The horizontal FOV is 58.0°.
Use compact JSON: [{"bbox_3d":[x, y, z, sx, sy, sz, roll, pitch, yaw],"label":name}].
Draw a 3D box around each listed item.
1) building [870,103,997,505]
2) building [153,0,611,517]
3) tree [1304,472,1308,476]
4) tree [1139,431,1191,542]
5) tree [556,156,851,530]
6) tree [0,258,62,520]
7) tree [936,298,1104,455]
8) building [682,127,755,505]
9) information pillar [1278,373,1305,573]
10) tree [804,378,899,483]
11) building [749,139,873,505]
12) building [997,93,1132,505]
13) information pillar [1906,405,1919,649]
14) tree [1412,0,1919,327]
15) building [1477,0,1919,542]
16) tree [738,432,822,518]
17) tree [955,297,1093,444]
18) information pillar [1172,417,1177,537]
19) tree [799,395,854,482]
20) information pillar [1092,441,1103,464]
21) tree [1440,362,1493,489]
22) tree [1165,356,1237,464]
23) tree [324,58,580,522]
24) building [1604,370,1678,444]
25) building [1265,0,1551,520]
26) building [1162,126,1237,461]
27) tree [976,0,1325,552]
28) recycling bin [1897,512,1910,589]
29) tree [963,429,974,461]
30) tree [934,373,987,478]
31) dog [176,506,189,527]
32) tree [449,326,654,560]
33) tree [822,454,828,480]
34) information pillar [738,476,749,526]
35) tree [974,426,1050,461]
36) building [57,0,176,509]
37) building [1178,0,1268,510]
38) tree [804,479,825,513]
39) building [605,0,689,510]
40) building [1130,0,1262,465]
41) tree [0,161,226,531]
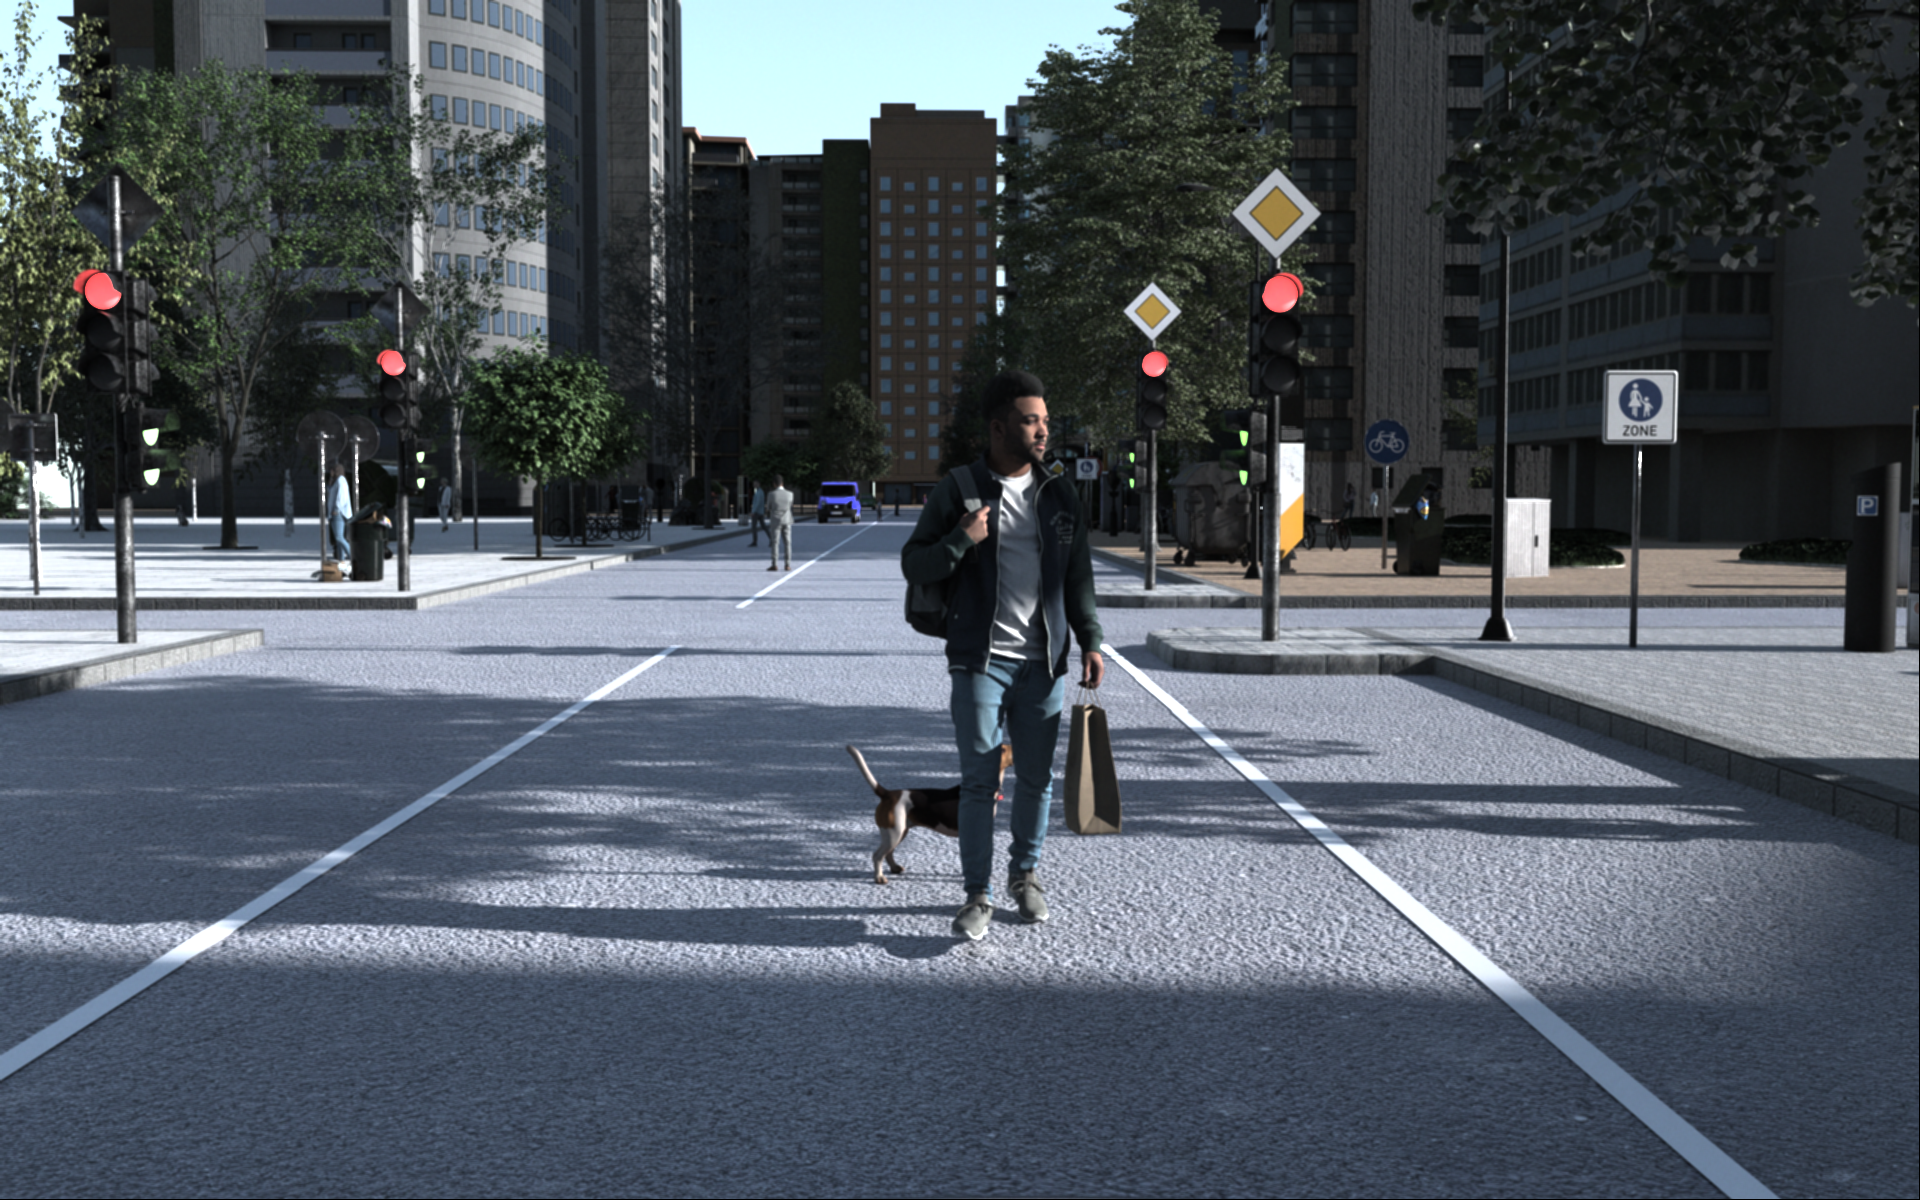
[{"bbox_3d":[-3.108,-33.746,201.860,14.200,45.320,14.600,0,4,-1],"label":"building"},{"bbox_3d":[-35.690,-34.788,110.784,21.231,58.520,28.212,0,4,-1],"label":"building"},{"bbox_3d":[13.052,-4.652,70.656,1.663,3.219,1.824,0,3,0],"label":"tree"},{"bbox_3d":[5.212,-3.166,46.367,1.663,3.219,1.824,0,3,0],"label":"tree"},{"bbox_3d":[-9.200,-9.329,62.896,12.009,13.543,11.850,0,3,0],"label":"tree"},{"bbox_3d":[-55.601,-11.499,89.828,18.604,14.587,13.155,0,4,-8],"label":"tree"},{"bbox_3d":[3.673,-11.969,106.062,12.009,13.543,11.850,0,3,0],"label":"tree"},{"bbox_3d":[-38.955,-33.702,205.649,28.867,44.769,22.147,0,4,-1],"label":"building"},{"bbox_3d":[5.360,-2.251,28.153,0.504,3.616,0.183,-1,4,-23],"label":"information pillar"},{"bbox_3d":[-11.043,-15.576,171.668,9.611,12.733,9.660,0,3,0],"label":"tree"},{"bbox_3d":[-17.266,-31.737,202.501,14.086,41.232,14.154,0,4,-1],"label":"building"},{"bbox_3d":[19.095,-35.963,207.608,30.456,49.044,23.786,0,4,-1],"label":"building"},{"bbox_3d":[8.075,-0.600,14.307,0.304,2.012,0.304,0,4,-4],"label":"information pillar"},{"bbox_3d":[5.394,-6.178,7.662,9.857,13.997,8.962,0,3,0],"label":"tree"},{"bbox_3d":[30.104,-21.946,50.703,23.993,40.220,32.217,0,4,-1],"label":"building"},{"bbox_3d":[-10.057,-6.599,91.600,4.285,4.588,4.351,0,3,0],"label":"tree"},{"bbox_3d":[3.631,-10.119,91.202,9.928,11.665,9.643,0,3,0],"label":"tree"},{"bbox_3d":[6.400,-3.680,51.517,0.183,3.616,0.504,0,4,6],"label":"information pillar"},{"bbox_3d":[-9.987,-10.798,126.911,4.737,8.622,4.395,0,3,0],"label":"tree"},{"bbox_3d":[5.982,-5.124,75.139,0.504,3.616,0.183,0,4,7],"label":"information pillar"},{"bbox_3d":[24.248,-7.847,78.664,4.737,8.622,4.395,0,3,0],"label":"tree"},{"bbox_3d":[12.126,-8.440,88.364,4.737,8.622,4.395,0,3,0],"label":"tree"},{"bbox_3d":[-24.426,-13.604,78.315,12.611,20.169,13.585,0,3,0],"label":"tree"},{"bbox_3d":[63.989,-43.538,150.094,20.611,71.187,20.563,0,4,-1],"label":"building"},{"bbox_3d":[23.078,-19.559,91.498,14.160,30.474,14.107,0,4,-1],"label":"building"},{"bbox_3d":[23.048,-22.475,139.173,14.160,30.474,14.107,0,4,-1],"label":"building"},{"bbox_3d":[4.144,-7.327,37.917,7.486,12.596,7.792,0,3,0],"label":"tree"},{"bbox_3d":[12.760,-0.685,23.751,0.722,1.027,0.722,1,4,12],"label":"recycling bin"},{"bbox_3d":[2.628,-11.524,138.779,4.360,8.622,3.978,0,3,0],"label":"tree"},{"bbox_3d":[2.119,-14.866,160.074,9.611,12.733,9.660,0,3,0],"label":"tree"},{"bbox_3d":[-30.899,-3.323,68.713,0.513,0.831,0.800,-1,4,-13],"label":"dog"},{"bbox_3d":[-8.342,-3.073,33.952,4.285,4.588,4.351,0,3,0],"label":"tree"},{"bbox_3d":[-9.761,-7.575,107.566,4.285,4.588,4.351,0,3,0],"label":"tree"},{"bbox_3d":[-8.750,-4.002,69.917,0.304,2.012,0.304,3,4,39],"label":"information pillar"},{"bbox_3d":[3.880,-10.184,116.870,4.360,8.622,3.978,0,3,0],"label":"tree"},{"bbox_3d":[-67.389,-30.620,150.751,14.200,45.320,14.600,0,4,-1],"label":"building"},{"bbox_3d":[28.054,-49.009,113.961,22.319,86.520,31.000,0,4,-1],"label":"building"},{"bbox_3d":[-10.001,-7.457,116.523,1.663,3.219,1.824,0,3,0],"label":"tree"},{"bbox_3d":[-35.086,-43.377,147.461,20.611,71.187,20.563,0,4,-1],"label":"building"},{"bbox_3d":[22.878,-30.770,153.194,14.600,45.320,14.200,0,4,-1],"label":"building"},{"bbox_3d":[-30.130,-8.737,59.860,9.611,12.733,9.660,0,3,0],"label":"tree"}]
